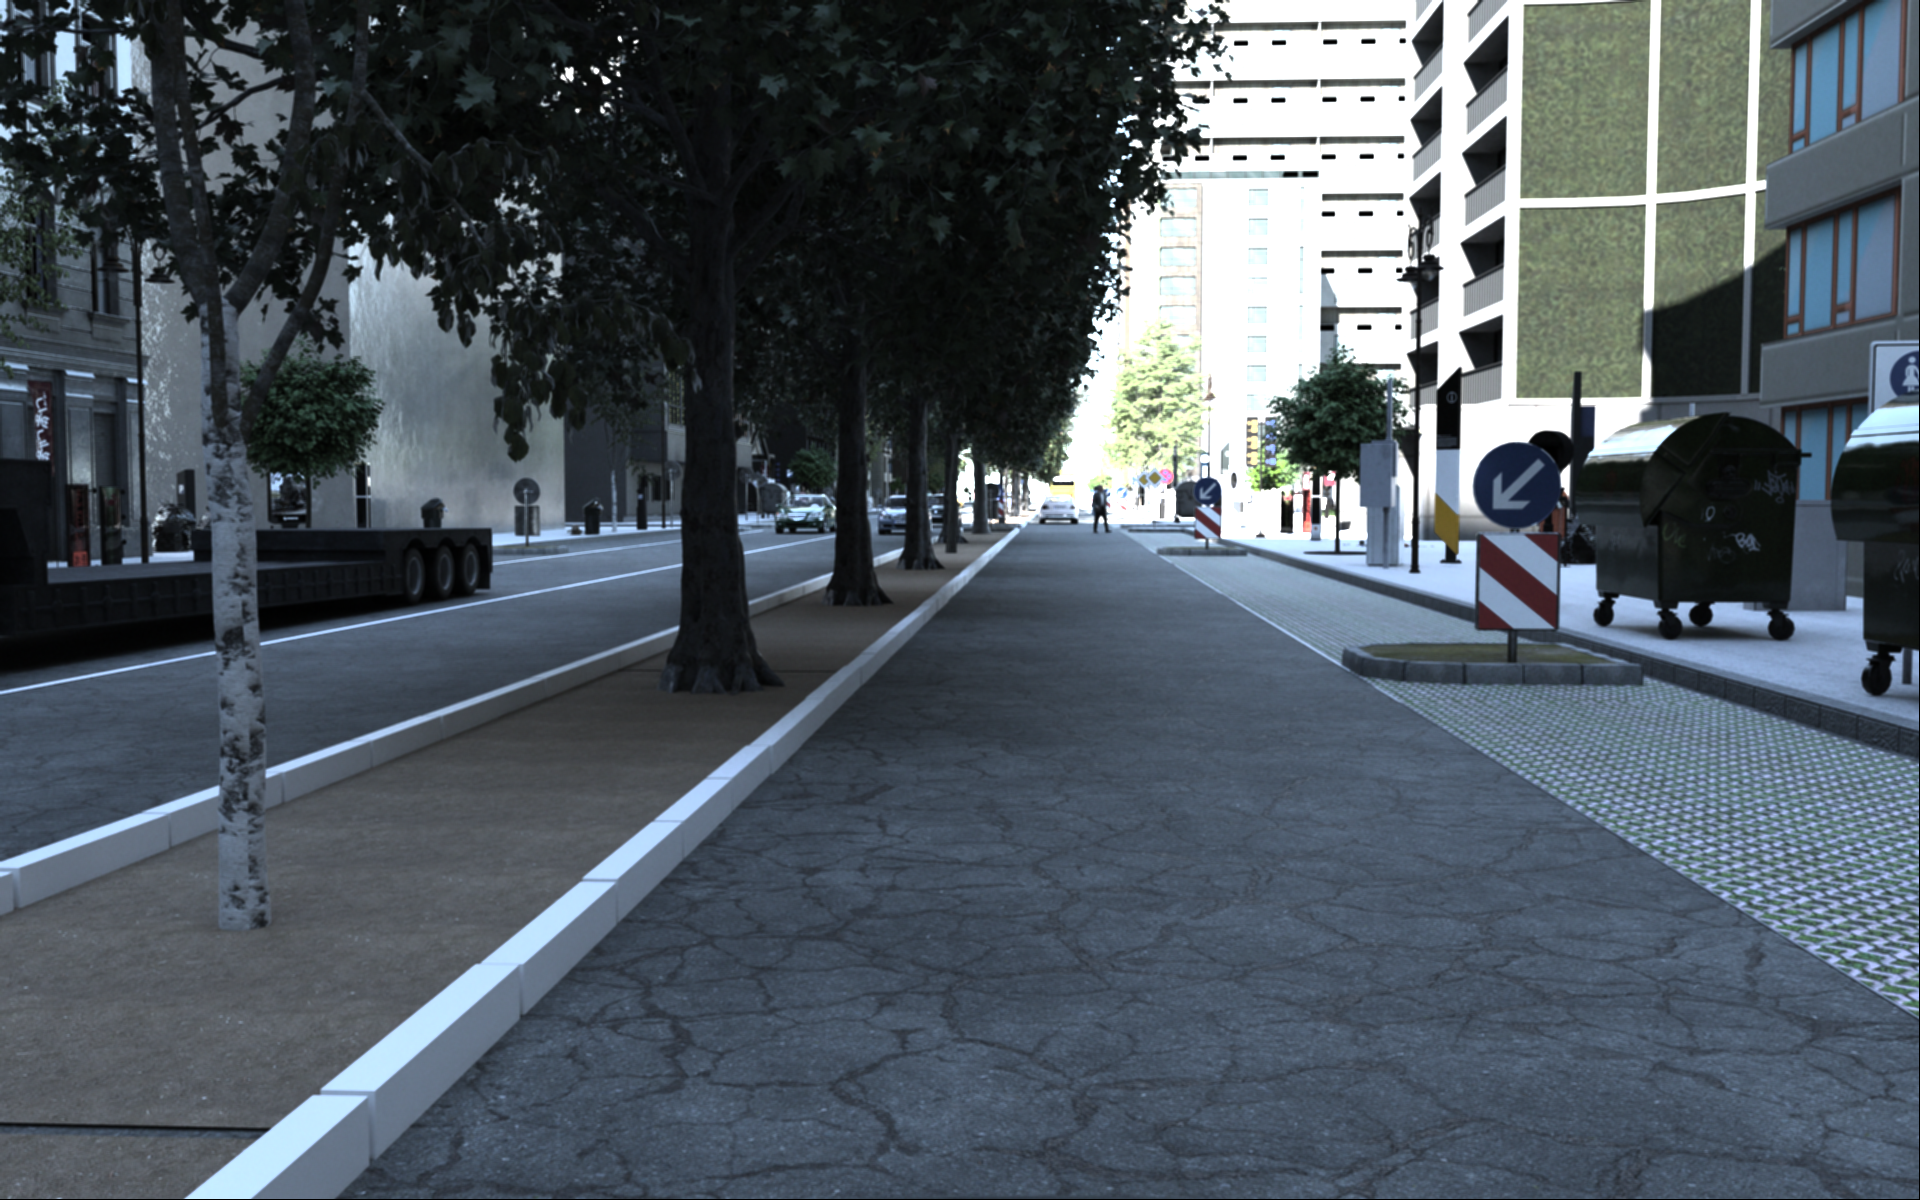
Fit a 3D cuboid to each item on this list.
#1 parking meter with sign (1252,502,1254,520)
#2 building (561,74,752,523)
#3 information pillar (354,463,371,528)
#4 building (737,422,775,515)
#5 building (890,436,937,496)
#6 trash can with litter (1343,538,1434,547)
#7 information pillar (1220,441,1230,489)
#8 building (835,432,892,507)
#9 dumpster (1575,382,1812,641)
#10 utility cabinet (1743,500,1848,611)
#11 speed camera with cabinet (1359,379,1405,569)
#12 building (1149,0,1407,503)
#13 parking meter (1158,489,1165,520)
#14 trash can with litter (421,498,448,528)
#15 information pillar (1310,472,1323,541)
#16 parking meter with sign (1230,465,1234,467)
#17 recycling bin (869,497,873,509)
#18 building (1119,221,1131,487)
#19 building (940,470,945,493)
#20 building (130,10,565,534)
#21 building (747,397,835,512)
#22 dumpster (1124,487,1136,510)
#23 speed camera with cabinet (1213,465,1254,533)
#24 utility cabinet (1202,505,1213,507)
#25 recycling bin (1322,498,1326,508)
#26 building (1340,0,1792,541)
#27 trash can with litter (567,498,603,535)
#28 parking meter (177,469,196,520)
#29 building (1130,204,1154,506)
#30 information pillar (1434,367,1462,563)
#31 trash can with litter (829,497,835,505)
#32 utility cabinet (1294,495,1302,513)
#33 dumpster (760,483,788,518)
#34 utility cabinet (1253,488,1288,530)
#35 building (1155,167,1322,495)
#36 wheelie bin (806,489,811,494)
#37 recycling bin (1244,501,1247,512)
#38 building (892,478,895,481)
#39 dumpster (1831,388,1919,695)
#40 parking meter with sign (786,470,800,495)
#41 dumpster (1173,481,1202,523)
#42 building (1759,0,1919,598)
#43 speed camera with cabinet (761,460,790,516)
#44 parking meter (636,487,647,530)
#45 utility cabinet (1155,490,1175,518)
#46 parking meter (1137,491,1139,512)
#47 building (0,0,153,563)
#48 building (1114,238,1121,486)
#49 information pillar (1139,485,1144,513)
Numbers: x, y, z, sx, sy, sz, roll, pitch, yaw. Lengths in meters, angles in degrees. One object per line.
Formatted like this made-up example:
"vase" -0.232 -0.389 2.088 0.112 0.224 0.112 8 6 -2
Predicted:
"parking meter with sign" 15.096 -5.589 87.649 0.543 3.016 1.738 1 4 17
"building" -19.715 -18.061 88.810 14.314 27.812 24.014 0 4 3
"information pillar" -14.308 -2.264 41.508 0.304 2.012 0.304 0 4 -6
"building" -20.440 -14.806 109.534 16.820 18.784 16.811 0 4 3
"building" -10.518 -37.556 264.146 14.600 45.320 14.200 0 4 3
"trash can with litter" 10.386 -1.923 42.492 1.678 1.210 2.233 -2 4 -31
"information pillar" 11.779 -5.234 76.923 0.504 3.616 0.183 -2 4 -32
"building" -21.653 -19.565 164.919 27.650 21.520 28.899 0 4 3
"dumpster" 6.709 -0.823 15.952 1.502 2.255 1.985 0 4 3
"utility cabinet" 9.226 -0.487 19.127 1.020 1.237 0.306 0 4 -1
"speed camera with cabinet" 7.470 -2.219 30.611 0.660 3.252 2.038 1 4 21
"building" 33.466 -35.940 176.861 28.713 52.752 27.495 0 4 3
"parking meter" 10.207 -4.830 87.384 0.372 1.533 0.369 0 3 0
"trash can with litter" -14.730 -2.233 47.896 0.624 1.170 1.055 2 4 28
"information pillar" 9.818 -2.642 47.693 0.304 2.012 0.304 1 4 17
"parking meter with sign" 16.287 -6.687 105.601 0.543 3.016 1.738 0 4 0
"recycling bin" -7.844 -8.170 146.131 0.722 1.027 0.722 -3 4 -36
"building" 29.551 -36.181 241.671 14.600 45.320 14.200 0 4 3
"building" -15.460 -27.045 287.230 27.650 21.520 28.899 0 4 3
"building" -32.064 -15.285 54.418 34.151 26.468 19.350 0 4 3
"building" -16.609 -18.435 131.088 12.332 23.373 15.834 0 4 3
"dumpster" 13.919 -8.399 143.082 1.264 1.857 1.865 0 4 3
"speed camera with cabinet" 8.910 -3.801 56.486 0.660 3.252 2.038 -1 4 -15
"utility cabinet" 11.713 -4.402 83.133 1.020 1.237 0.306 -3 5 -41
"recycling bin" 22.065 -5.716 106.009 0.722 1.027 0.722 0 4 1
"building" 23.171 -37.377 49.372 20.563 71.187 20.611 0 4 3
"trash can with litter" -11.819 -2.642 54.577 1.055 1.170 0.624 -2 4 -24
"parking meter" -18.409 -2.171 41.215 0.399 1.863 0.255 2 4 32
"building" 30.758 -40.547 204.941 21.231 58.520 28.212 0 4 3
"information pillar" 9.070 -2.495 32.155 0.183 3.616 0.504 -3 5 -42
"trash can with litter" -8.437 -6.373 115.581 1.055 1.170 0.624 3 5 43
"utility cabinet" 22.963 -6.537 118.034 0.306 1.237 1.020 -1 4 -17
"dumpster" -9.876 -5.274 91.986 1.264 1.857 1.865 0 4 3
"utility cabinet" 10.937 -3.201 61.011 1.173 1.500 0.318 1 4 11
"building" 24.756 -23.580 157.236 14.160 30.474 14.107 0 4 3
"wheelie bin" -9.105 -5.750 101.927 0.693 1.594 0.980 1 4 19
"recycling bin" 20.155 -6.849 124.538 0.722 1.027 0.722 -1 4 -16
"building" -21.732 -36.907 192.675 28.713 52.752 27.495 0 4 3
"dumpster" 6.300 -0.470 10.176 1.502 2.255 1.985 0 4 3
"parking meter with sign" -11.646 -7.722 122.522 0.543 3.016 1.738 -2 4 -35
"dumpster" 10.161 -4.354 76.954 1.264 1.857 1.865 0 4 3
"building" 24.324 -10.021 8.878 27.650 21.520 28.899 0 4 3
"speed camera with cabinet" -10.692 -6.486 100.389 2.038 3.252 0.660 3 5 45
"parking meter" -11.469 -3.304 62.439 0.372 1.533 0.369 0 3 0
"utility cabinet" 10.827 -5.044 91.141 1.173 1.500 0.318 1 4 11
"parking meter" 13.120 -7.252 126.979 0.372 1.533 0.369 0 3 0
"building" -21.858 -10.849 26.529 9.793 20.994 18.267 0 4 3
"building" 37.213 -38.964 291.688 22.147 44.769 28.867 0 4 3
"information pillar" 12.079 -6.775 115.260 0.304 2.012 0.304 -1 4 -14
